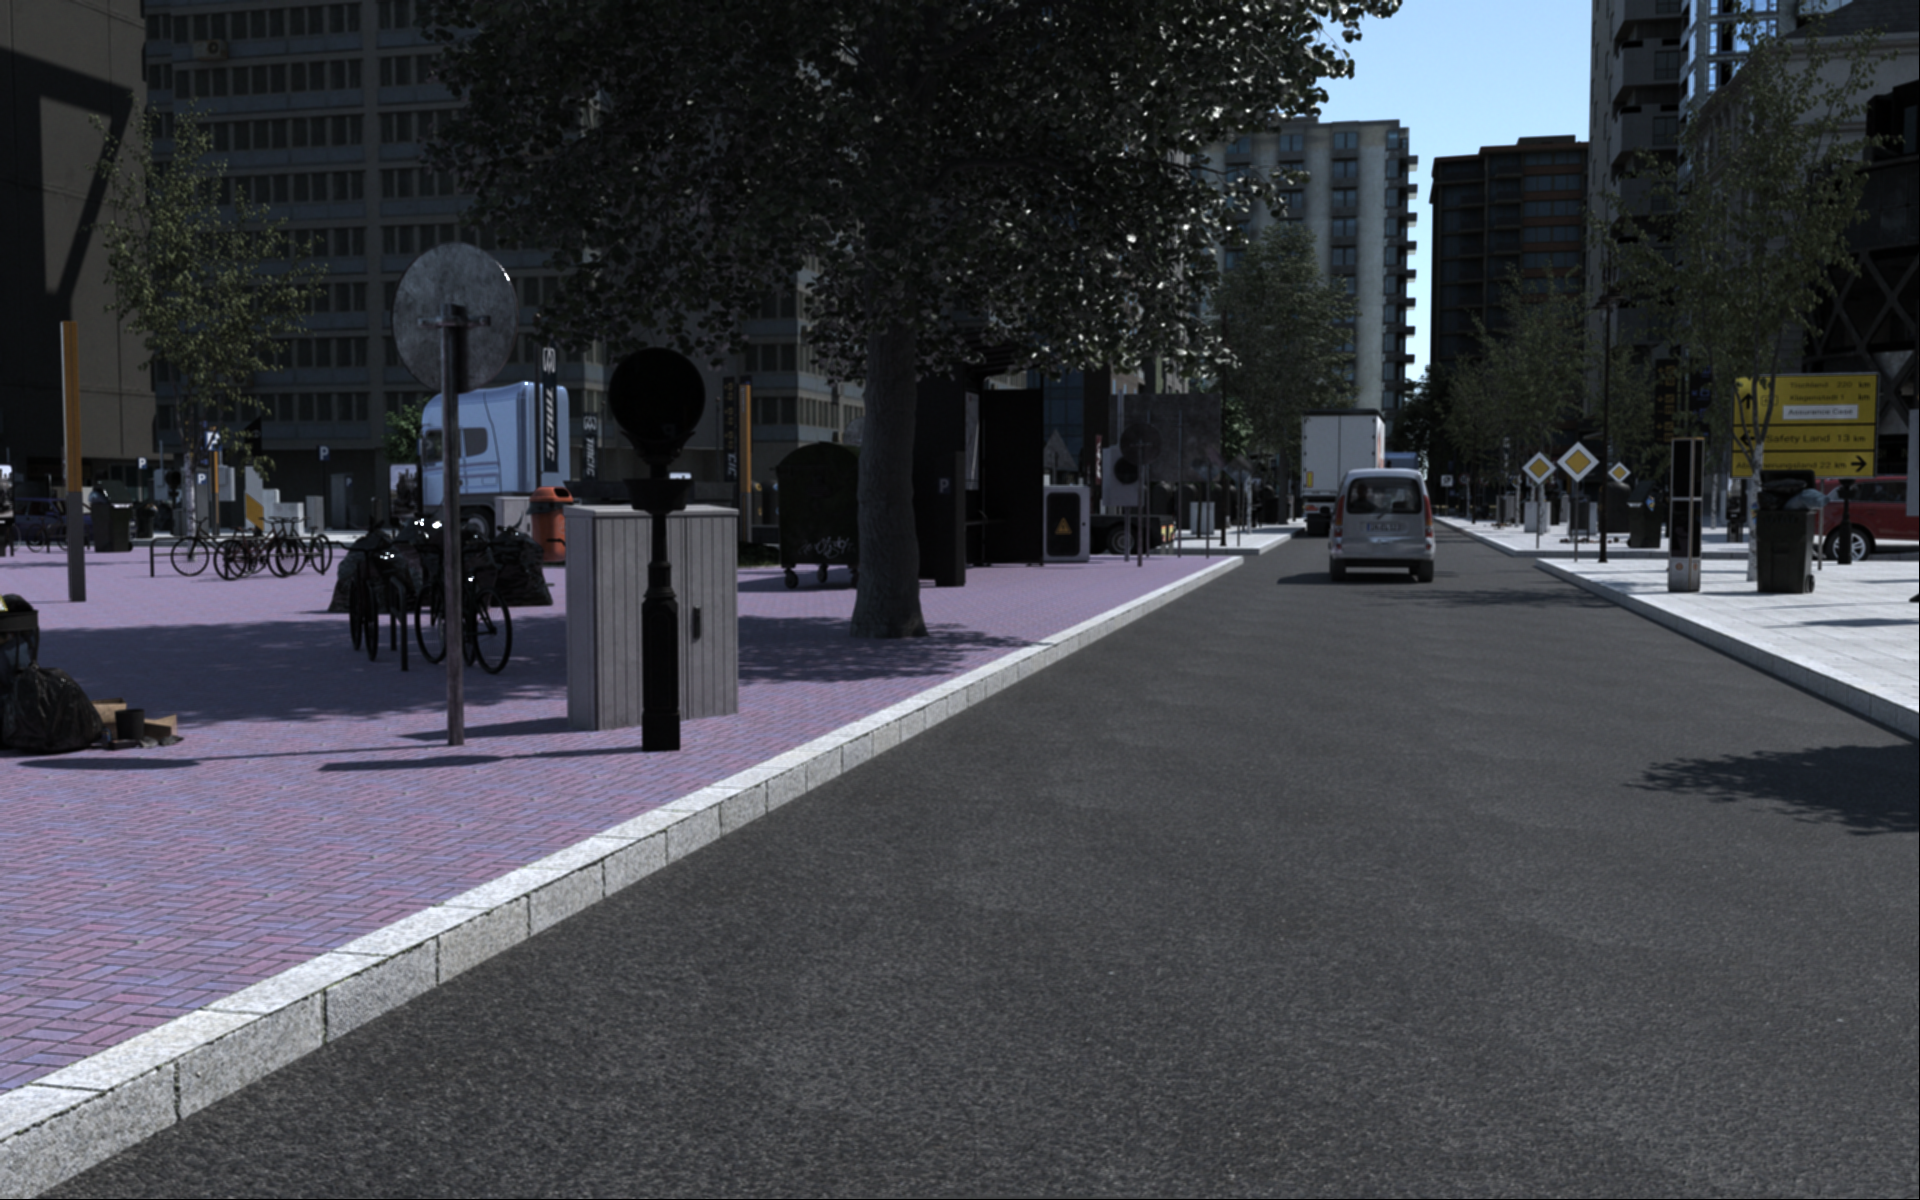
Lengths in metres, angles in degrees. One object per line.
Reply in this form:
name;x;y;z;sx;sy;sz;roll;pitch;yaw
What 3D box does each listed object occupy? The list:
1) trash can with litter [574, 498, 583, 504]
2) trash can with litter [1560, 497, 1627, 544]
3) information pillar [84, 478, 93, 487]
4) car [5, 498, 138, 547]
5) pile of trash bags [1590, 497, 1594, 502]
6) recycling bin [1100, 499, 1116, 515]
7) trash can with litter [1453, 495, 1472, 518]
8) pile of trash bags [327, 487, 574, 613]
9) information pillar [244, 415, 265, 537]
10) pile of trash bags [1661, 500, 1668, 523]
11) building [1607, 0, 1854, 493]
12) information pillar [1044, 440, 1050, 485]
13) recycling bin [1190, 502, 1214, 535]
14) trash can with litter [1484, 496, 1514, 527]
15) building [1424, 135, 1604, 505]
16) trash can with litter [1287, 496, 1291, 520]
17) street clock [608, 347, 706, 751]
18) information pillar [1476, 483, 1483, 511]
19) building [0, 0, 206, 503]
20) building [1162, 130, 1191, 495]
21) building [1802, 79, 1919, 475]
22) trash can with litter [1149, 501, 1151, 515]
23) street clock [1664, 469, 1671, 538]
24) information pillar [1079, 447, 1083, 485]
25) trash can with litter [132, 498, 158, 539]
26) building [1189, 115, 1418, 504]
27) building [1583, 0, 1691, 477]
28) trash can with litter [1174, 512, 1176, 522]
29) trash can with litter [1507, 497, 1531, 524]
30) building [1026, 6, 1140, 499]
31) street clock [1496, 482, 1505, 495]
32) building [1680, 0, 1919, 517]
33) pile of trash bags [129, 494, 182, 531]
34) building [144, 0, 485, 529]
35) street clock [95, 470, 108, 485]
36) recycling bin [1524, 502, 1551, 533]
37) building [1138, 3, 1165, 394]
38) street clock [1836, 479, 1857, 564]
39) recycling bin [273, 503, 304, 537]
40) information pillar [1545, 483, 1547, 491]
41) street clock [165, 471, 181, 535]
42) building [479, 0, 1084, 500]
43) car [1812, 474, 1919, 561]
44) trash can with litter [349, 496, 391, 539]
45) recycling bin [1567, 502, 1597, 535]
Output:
trash can with litter;-12.667;-2.928;58.935;2.233;1.210;1.678;-3;5;-42
trash can with litter;16.717;-2.110;45.561;2.233;1.210;1.678;-1;4;-10
information pillar;-40.069;-4.597;79.652;0.304;2.012;0.304;-3;5;-39
car;-24.041;-2.053;46.148;3.894;1.354;1.945;1;4;14
pile of trash bags;37.967;-6.016;108.109;3.447;1.369;1.912;2;4;32
recycling bin;7.275;-4.422;84.857;0.722;1.027;0.722;1;4;15
trash can with litter;28.042;-5.163;95.468;1.678;1.210;2.233;1;4;22
pile of trash bags;-5.565;-0.633;20.100;1.912;1.369;3.447;1;4;21
information pillar;-20.967;-3.676;51.459;0.504;3.616;0.183;-2;4;-30
pile of trash bags;31.290;-4.165;77.857;3.447;1.369;1.912;2;4;30
building;60.955;-49.652;124.488;22.319;86.520;31.000;1;4;13
information pillar;3.671;-5.060;74.086;0.183;3.616;0.504;2;4;35
recycling bin;7.717;-2.610;55.222;0.722;1.027;0.722;0;4;3
trash can with litter;21.812;-3.553;69.151;1.678;1.210;2.233;1;4;23
building;71.364;-34.262;214.808;28.867;44.769;22.147;1;4;13
trash can with litter;15.961;-4.586;86.365;1.055;1.170;0.624;0;4;1
street clock;-1.506;-0.251;8.677;0.471;2.002;0.358;-1;4;-8
information pillar;33.212;-6.500;110.761;0.304;2.012;0.304;-2;4;-24
building;-51.053;-27.990;81.345;21.600;48.544;21.300;1;4;13
building;11.490;-44.775;170.321;20.611;71.187;20.563;1;4;13
building;46.088;-12.759;76.060;16.820;18.784;16.811;1;4;13
trash can with litter;10.769;-5.253;97.270;1.055;1.170;0.624;3;4;36
street clock;20.876;-2.835;50.931;0.358;2.002;0.471;1;4;14
information pillar;6.088;-5.866;87.262;0.183;3.616;0.504;-1;4;-14
trash can with litter;-23.434;-2.315;49.238;1.055;1.170;0.624;-3;5;-42
building;42.721;-36.874;222.504;30.456;49.044;23.786;1;4;13
building;71.102;-34.488;153.111;28.713;52.752;27.495;1;4;13
trash can with litter;9.885;-4.213;79.943;2.233;1.210;1.678;-2;4;-33
trash can with litter;24.150;-3.870;74.658;1.055;1.170;0.624;0;4;1
building;5.283;-29.139;126.532;14.600;45.320;14.200;1;4;13
street clock;29.760;-5.549;95.301;0.471;2.002;0.358;-1;4;-9
building;49.182;-18.911;96.578;14.401;28.519;23.554;1;4;13
pile of trash bags;-28.642;-3.142;61.125;3.447;1.369;1.912;2;4;27
building;-16.860;-23.314;73.065;32.217;40.220;23.993;1;4;13
street clock;-25.369;-2.855;51.246;0.358;2.002;0.471;-1;4;-9
recycling bin;19.218;-2.757;57.632;0.722;1.027;0.722;2;4;29
building;8.714;-27.936;140.352;14.154;41.232;14.086;1;4;13
street clock;16.179;-1.654;31.618;0.471;2.002;0.358;3;5;42
recycling bin;-19.726;-2.345;50.899;0.722;1.027;0.722;-1;4;-9
information pillar;30.750;-5.257;90.440;0.304;2.012;0.304;0;4;4
street clock;-24.468;-3.018;53.922;0.358;2.002;0.471;1;4;18
building;-9.015;-25.444;107.894;32.217;40.220;23.993;1;4;13
car;18.970;-1.570;34.344;5.304;1.827;2.281;1;4;11
trash can with litter;-17.184;-2.410;50.468;1.678;1.210;2.233;0;4;-5
recycling bin;19.392;-2.535;53.994;0.722;1.027;0.722;0;4;4
